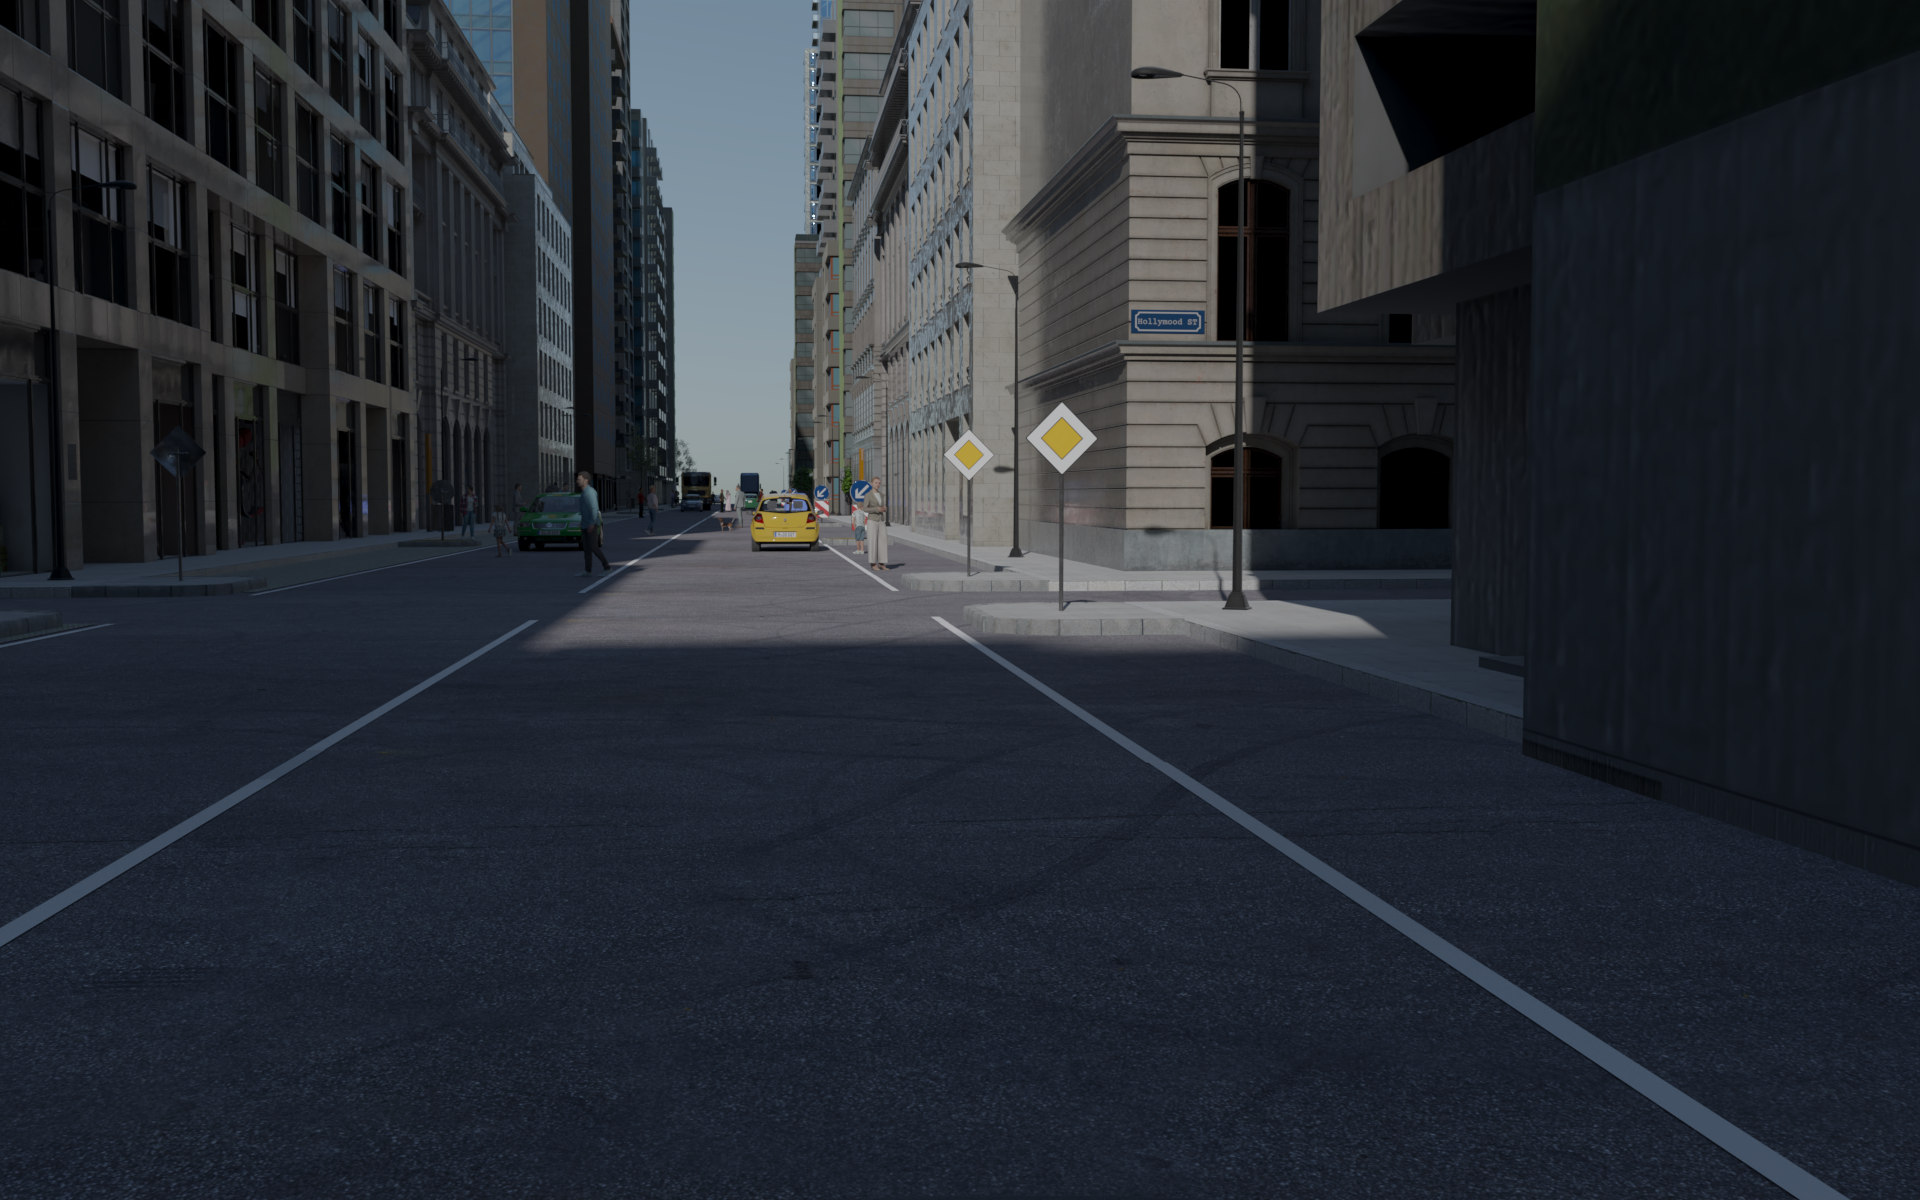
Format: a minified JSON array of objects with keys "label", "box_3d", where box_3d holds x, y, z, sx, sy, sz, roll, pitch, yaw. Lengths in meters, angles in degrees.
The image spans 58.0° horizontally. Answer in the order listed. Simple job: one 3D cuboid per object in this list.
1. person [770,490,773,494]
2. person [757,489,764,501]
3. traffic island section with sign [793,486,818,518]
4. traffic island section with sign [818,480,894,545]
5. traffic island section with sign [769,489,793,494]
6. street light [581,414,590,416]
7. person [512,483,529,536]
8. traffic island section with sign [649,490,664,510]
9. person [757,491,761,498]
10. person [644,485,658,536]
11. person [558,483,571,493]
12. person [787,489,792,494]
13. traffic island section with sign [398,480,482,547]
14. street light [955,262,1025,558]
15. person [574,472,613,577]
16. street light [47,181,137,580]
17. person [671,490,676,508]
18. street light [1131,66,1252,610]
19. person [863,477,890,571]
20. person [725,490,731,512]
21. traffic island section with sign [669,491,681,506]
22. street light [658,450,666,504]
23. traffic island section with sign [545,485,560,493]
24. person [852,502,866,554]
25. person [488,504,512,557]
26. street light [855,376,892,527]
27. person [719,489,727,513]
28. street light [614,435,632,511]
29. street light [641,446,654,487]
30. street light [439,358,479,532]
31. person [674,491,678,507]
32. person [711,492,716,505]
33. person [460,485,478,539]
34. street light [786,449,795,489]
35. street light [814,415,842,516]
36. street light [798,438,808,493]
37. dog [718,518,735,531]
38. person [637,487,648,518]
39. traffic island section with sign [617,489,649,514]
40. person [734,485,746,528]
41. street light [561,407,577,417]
[{"label":"person","box_3d":[-19.163,-10.345,177.506,0.599,1.838,0.709,2,4,27]},{"label":"person","box_3d":[-14.308,-7.108,124.677,0.705,1.831,1.348,-2,4,-27]},{"label":"traffic island section with sign","box_3d":[-6.236,-4.144,76.375,1.989,1.847,2.006,0,4,-7]},{"label":"traffic island section with sign","box_3d":[-2.963,-2.507,49.619,1.989,1.847,2.006,0,4,-7]},{"label":"traffic island section with sign","box_3d":[-15.610,-8.828,152.962,1.989,1.847,2.006,0,4,-7]},{"label":"street light","box_3d":[-22.241,-7.862,101.084,1.470,5.913,1.316,0,4,-7]},{"label":"person","box_3d":[-14.806,-3.038,58.369,0.583,1.804,0.606,-1,4,-18]},{"label":"traffic island section with sign","box_3d":[-26.951,-8.743,151.583,1.989,1.847,2.006,0,4,-7]},{"label":"person","box_3d":[-19.997,-9.957,172.031,0.721,1.736,1.217,2,4,35]},{"label":"person","box_3d":[-10.635,-3.089,59.685,0.731,1.740,0.598,3,4,39]},{"label":"person","box_3d":[-14.490,-3.379,63.616,0.638,1.841,0.748,0,4,4]},{"label":"person","box_3d":[-10.473,-6.035,107.687,0.721,1.766,1.217,-1,4,-14]},{"label":"traffic island section with sign","box_3d":[-14.188,-2.371,47.396,1.989,1.847,2.006,0,4,-7]},{"label":"street light","box_3d":[0.598,-3.812,34.871,1.470,5.913,1.316,0,4,-7]},{"label":"person","box_3d":[-6.357,-1.315,30.014,0.620,1.820,0.660,-2,4,-32]},{"label":"street light","box_3d":[-12.900,-3.256,25.769,1.470,5.913,1.316,0,4,-7]},{"label":"person","box_3d":[-28.919,-10.195,175.053,0.599,1.838,0.709,0,4,5]},{"label":"street light","box_3d":[2.547,-2.844,19.049,1.470,5.913,1.316,0,4,-7]},{"label":"person","box_3d":[-1.552,-1.429,32.420,0.519,1.759,0.362,-3,5,-43]},{"label":"person","box_3d":[-18.578,-7.917,138.614,0.621,1.740,0.551,-3,4,-36]},{"label":"traffic island section with sign","box_3d":[-33.597,-12.067,205.921,1.989,1.847,2.006,0,4,-7]},{"label":"street light","box_3d":[-32.279,-12.910,183.622,1.470,5.913,1.316,0,4,-7]},{"label":"traffic island section with sign","box_3d":[-17.530,-4.040,74.686,1.989,1.847,2.006,0,4,-7]},{"label":"person","box_3d":[-2.425,-1.731,41.485,0.332,1.250,0.352,1,4,11]},{"label":"person","box_3d":[-10.430,-1.573,39.230,0.382,1.210,0.505,3,5,40]},{"label":"street light","box_3d":[-3.409,-5.845,68.110,1.470,5.913,1.316,0,4,-7]},{"label":"person","box_3d":[-18.288,-7.628,133.350,0.705,1.807,1.348,1,4,13]},{"label":"street light","box_3d":[-26.307,-9.946,135.154,1.470,5.913,1.316,0,4,-7]},{"label":"street light","box_3d":[-30.423,-11.978,168.379,1.470,5.913,1.316,0,4,-7]},{"label":"street light","box_3d":[-17.064,-5.287,58.988,1.470,5.913,1.316,0,4,-7]},{"label":"person","box_3d":[-30.974,-10.944,188.227,0.721,1.735,1.217,-3,4,-36]},{"label":"person","box_3d":[-31.298,-12.863,219.368,0.990,1.755,0.434,2,4,28]},{"label":"person","box_3d":[-15.438,-2.761,54.483,0.563,1.720,0.643,-2,4,-27]},{"label":"street light","box_3d":[-16.859,-12.540,177.571,1.470,5.913,1.316,0,4,-7]},{"label":"street light","box_3d":[-7.626,-7.892,101.571,1.470,5.913,1.316,0,4,-7]},{"label":"street light","box_3d":[-12.740,-10.487,144.009,1.470,5.913,1.316,0,4,-7]},{"label":"dog","box_3d":[-8.985,-2.893,66.590,0.540,0.507,0.406,-2,4,-28]},{"label":"person","box_3d":[-18.893,-5.771,102.794,0.705,1.831,1.348,1,4,15]},{"label":"traffic island section with sign","box_3d":[-23.624,-7.086,124.481,1.989,1.847,2.006,0,4,-7]},{"label":"person","box_3d":[-9.438,-4.011,74.180,0.391,1.810,0.635,1,4,17]},{"label":"street light","box_3d":[-21.167,-7.320,92.215,1.470,5.913,1.316,0,4,-7]}]
